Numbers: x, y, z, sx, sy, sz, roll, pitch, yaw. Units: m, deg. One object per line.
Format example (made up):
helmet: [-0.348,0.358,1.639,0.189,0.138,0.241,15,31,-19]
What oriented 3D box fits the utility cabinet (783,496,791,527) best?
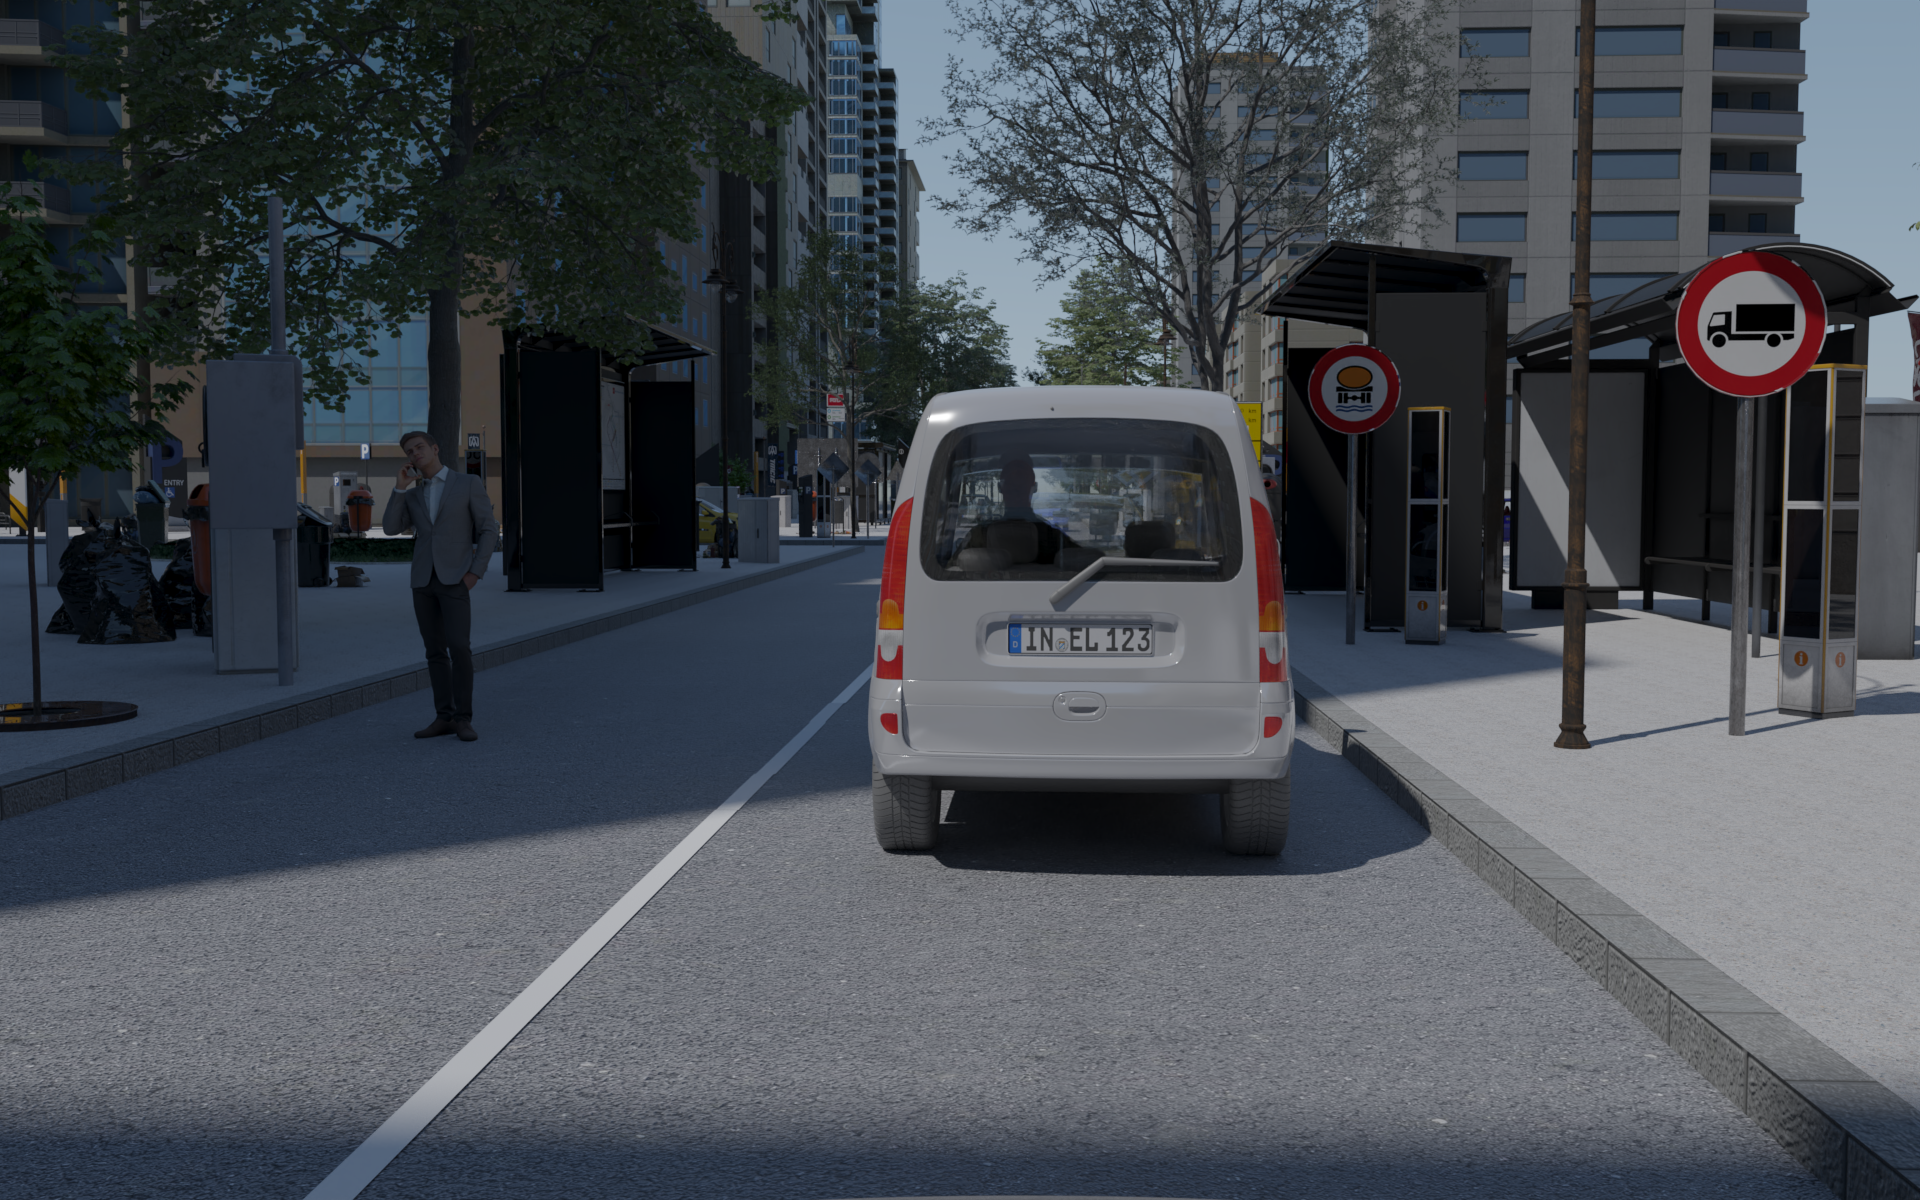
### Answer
utility cabinet: [-6.927,-3.413,66.966,0.306,1.237,1.020,-3,4,-38]

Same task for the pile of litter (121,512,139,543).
pile of litter: [-19.906,-1.654,41.010,1.176,0.858,1.719,0,4,1]

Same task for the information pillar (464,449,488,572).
information pillar: [-7.979,-1.472,28.567,0.304,2.012,0.304,0,4,-5]

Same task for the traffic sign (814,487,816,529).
traffic sign: [-5.373,-3.926,64.199,0.884,2.594,0.081,1,4,8]

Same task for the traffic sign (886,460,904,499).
traffic sign: [-2.401,-4.048,66.182,0.884,2.594,0.081,1,4,12]

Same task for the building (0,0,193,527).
building: [-45.126,-25.627,73.629,28.867,44.769,22.147,0,4,3]

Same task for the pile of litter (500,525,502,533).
pile of litter: [-14.698,-2.622,56.840,1.719,0.858,1.176,1,4,10]

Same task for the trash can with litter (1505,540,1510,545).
trash can with litter: [13.338,-1.786,40.596,1.055,1.170,0.624,1,4,16]

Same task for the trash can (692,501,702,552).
trash can: [-5.860,-1.544,36.904,0.748,1.137,0.748,0,3,0]

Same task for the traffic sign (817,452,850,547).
traffic sign: [-3.044,-2.325,41.655,0.795,2.450,0.064,0,4,3]

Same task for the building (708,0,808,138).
building: [-26.957,-33.626,139.025,28.713,52.752,27.495,0,4,3]

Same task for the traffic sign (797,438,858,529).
traffic sign: [-4.828,-4.234,63.098,2.265,3.308,0.079,1,4,10]

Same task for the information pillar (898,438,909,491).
information pillar: [-2.368,-4.972,72.641,0.504,3.616,0.183,1,4,21]

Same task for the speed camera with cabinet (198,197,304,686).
speed camera with cabinet: [-5.005,-1.094,12.222,0.660,3.252,2.038,-1,4,-22]

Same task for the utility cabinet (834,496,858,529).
utility cabinet: [-4.202,-3.217,63.757,1.020,1.237,0.306,3,5,42]

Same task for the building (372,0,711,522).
building: [-21.917,-27.168,94.303,14.600,45.320,14.200,0,4,3]

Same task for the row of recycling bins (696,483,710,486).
row of recycling bins: [-10.810,-3.468,63.812,3.534,1.692,1.069,0,4,5]

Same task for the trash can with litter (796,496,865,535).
trash can with litter: [-4.205,-2.717,55.476,2.233,1.210,1.678,2,4,30]

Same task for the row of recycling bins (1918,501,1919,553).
row of recycling bins: [22.409,-1.906,38.274,3.534,1.692,1.069,0,4,-6]

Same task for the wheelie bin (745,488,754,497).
wheelie bin: [-11.547,-5.372,95.737,0.693,1.594,0.980,-1,4,-16]

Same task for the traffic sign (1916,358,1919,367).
traffic sign: [4.429,-0.441,7.209,0.884,2.594,0.081,1,4,9]

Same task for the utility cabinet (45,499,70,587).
utility cabinet: [-12.743,-0.814,24.464,0.306,1.237,1.020,-2,4,-28]

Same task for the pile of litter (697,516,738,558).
pile of litter: [-4.673,-1.282,34.931,1.719,0.858,1.176,2,4,26]

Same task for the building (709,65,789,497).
building: [-19.574,-21.106,116.777,14.160,30.474,14.107,0,4,3]

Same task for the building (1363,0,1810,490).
building: [34.081,-34.040,98.559,21.231,58.520,28.212,0,4,3]

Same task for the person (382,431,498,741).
person: [-3.048,-0.092,10.183,0.592,1.802,0.473,2,4,25]

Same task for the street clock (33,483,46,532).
street clock: [-33.059,-3.529,62.270,0.471,2.002,0.358,1,4,13]

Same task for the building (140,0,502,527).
building: [-23.692,-25.816,72.206,14.600,45.320,14.200,0,4,3]

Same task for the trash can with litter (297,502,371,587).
trash can with litter: [-8.732,-0.772,24.004,1.055,1.170,0.624,0,4,-2]

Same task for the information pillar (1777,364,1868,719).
information pillar: [4.964,-0.336,9.984,0.304,2.012,0.304,-2,4,-28]

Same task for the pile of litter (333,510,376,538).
pile of litter: [-17.646,-2.199,49.922,1.719,0.858,1.176,0,4,3]

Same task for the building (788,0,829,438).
building: [-20.975,-44.291,162.403,20.563,71.187,20.611,0,4,3]

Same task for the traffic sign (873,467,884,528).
traffic sign: [-3.147,-3.822,64.621,0.606,2.300,0.079,0,4,4]

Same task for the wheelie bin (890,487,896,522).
wheelie bin: [-2.895,-4.381,79.533,0.980,1.594,0.693,0,4,1]

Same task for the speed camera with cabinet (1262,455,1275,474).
speed camera with cabinet: [6.428,-2.838,40.739,2.038,3.252,0.660,-2,4,-28]

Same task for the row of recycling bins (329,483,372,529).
row of recycling bins: [-22.196,-3.419,63.008,1.069,1.692,3.534,0,4,-6]

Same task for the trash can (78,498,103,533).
trash can: [-28.933,-2.816,57.691,0.748,1.137,0.748,0,3,0]

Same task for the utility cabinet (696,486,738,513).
utility cabinet: [-7.058,-2.545,50.288,1.173,1.500,0.318,-2,4,-27]

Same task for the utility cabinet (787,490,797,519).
utility cabinet: [-8.904,-4.929,89.275,1.173,1.500,0.318,3,5,44]

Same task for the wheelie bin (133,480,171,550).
wheelie bin: [-18.166,-1.897,38.932,0.693,1.594,0.980,-1,4,-15]

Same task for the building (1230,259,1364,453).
building: [37.781,-18.131,141.483,27.650,21.520,28.899,0,4,3]

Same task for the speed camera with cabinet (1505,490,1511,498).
speed camera with cabinet: [23.765,-5.060,77.062,2.038,3.252,0.660,0,4,2]

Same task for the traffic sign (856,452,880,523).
traffic sign: [-2.826,-3.236,53.012,0.768,2.556,0.104,1,4,10]

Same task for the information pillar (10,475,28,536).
information pillar: [-28.484,-3.733,52.382,0.504,3.616,0.183,0,4,1]

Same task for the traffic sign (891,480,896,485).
traffic sign: [-2.898,-4.683,78.694,0.606,2.300,0.079,1,4,13]

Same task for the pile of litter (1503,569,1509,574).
pile of litter: [8.312,-0.883,28.407,1.176,0.858,1.719,-1,4,-16]

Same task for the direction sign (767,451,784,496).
direction sign: [-9.633,-6.033,90.637,0.876,3.537,0.379,-1,4,-19]

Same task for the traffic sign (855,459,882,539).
traffic sign: [-2.633,-2.813,49.630,0.795,2.450,0.064,0,4,3]

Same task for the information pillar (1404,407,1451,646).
information pillar: [3.990,-0.630,14.785,0.304,2.012,0.304,2,4,27]

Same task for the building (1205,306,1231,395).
building: [38.971,-19.894,170.305,27.650,21.520,28.899,0,4,3]

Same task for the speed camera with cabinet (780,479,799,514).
speed camera with cabinet: [-10.769,-7.089,110.245,2.038,3.252,0.660,3,5,43]

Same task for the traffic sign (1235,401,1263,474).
traffic sign: [5.504,-2.706,38.114,2.265,3.308,0.079,0,4,7]

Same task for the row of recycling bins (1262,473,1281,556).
row of recycling bins: [5.551,-1.648,34.063,3.534,1.692,1.069,0,4,-1]

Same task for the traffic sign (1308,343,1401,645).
traffic sign: [3.337,-0.894,14.726,0.768,2.556,0.104,1,4,8]

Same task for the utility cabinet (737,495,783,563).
utility cabinet: [-3.776,-1.300,32.421,0.306,1.237,1.020,-3,5,-40]

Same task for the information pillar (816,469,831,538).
information pillar: [-3.985,-2.821,50.620,0.304,2.012,0.304,2,4,33]

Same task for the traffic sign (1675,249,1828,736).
traffic sign: [4.133,-0.552,9.137,0.768,2.556,0.104,0,4,5]
